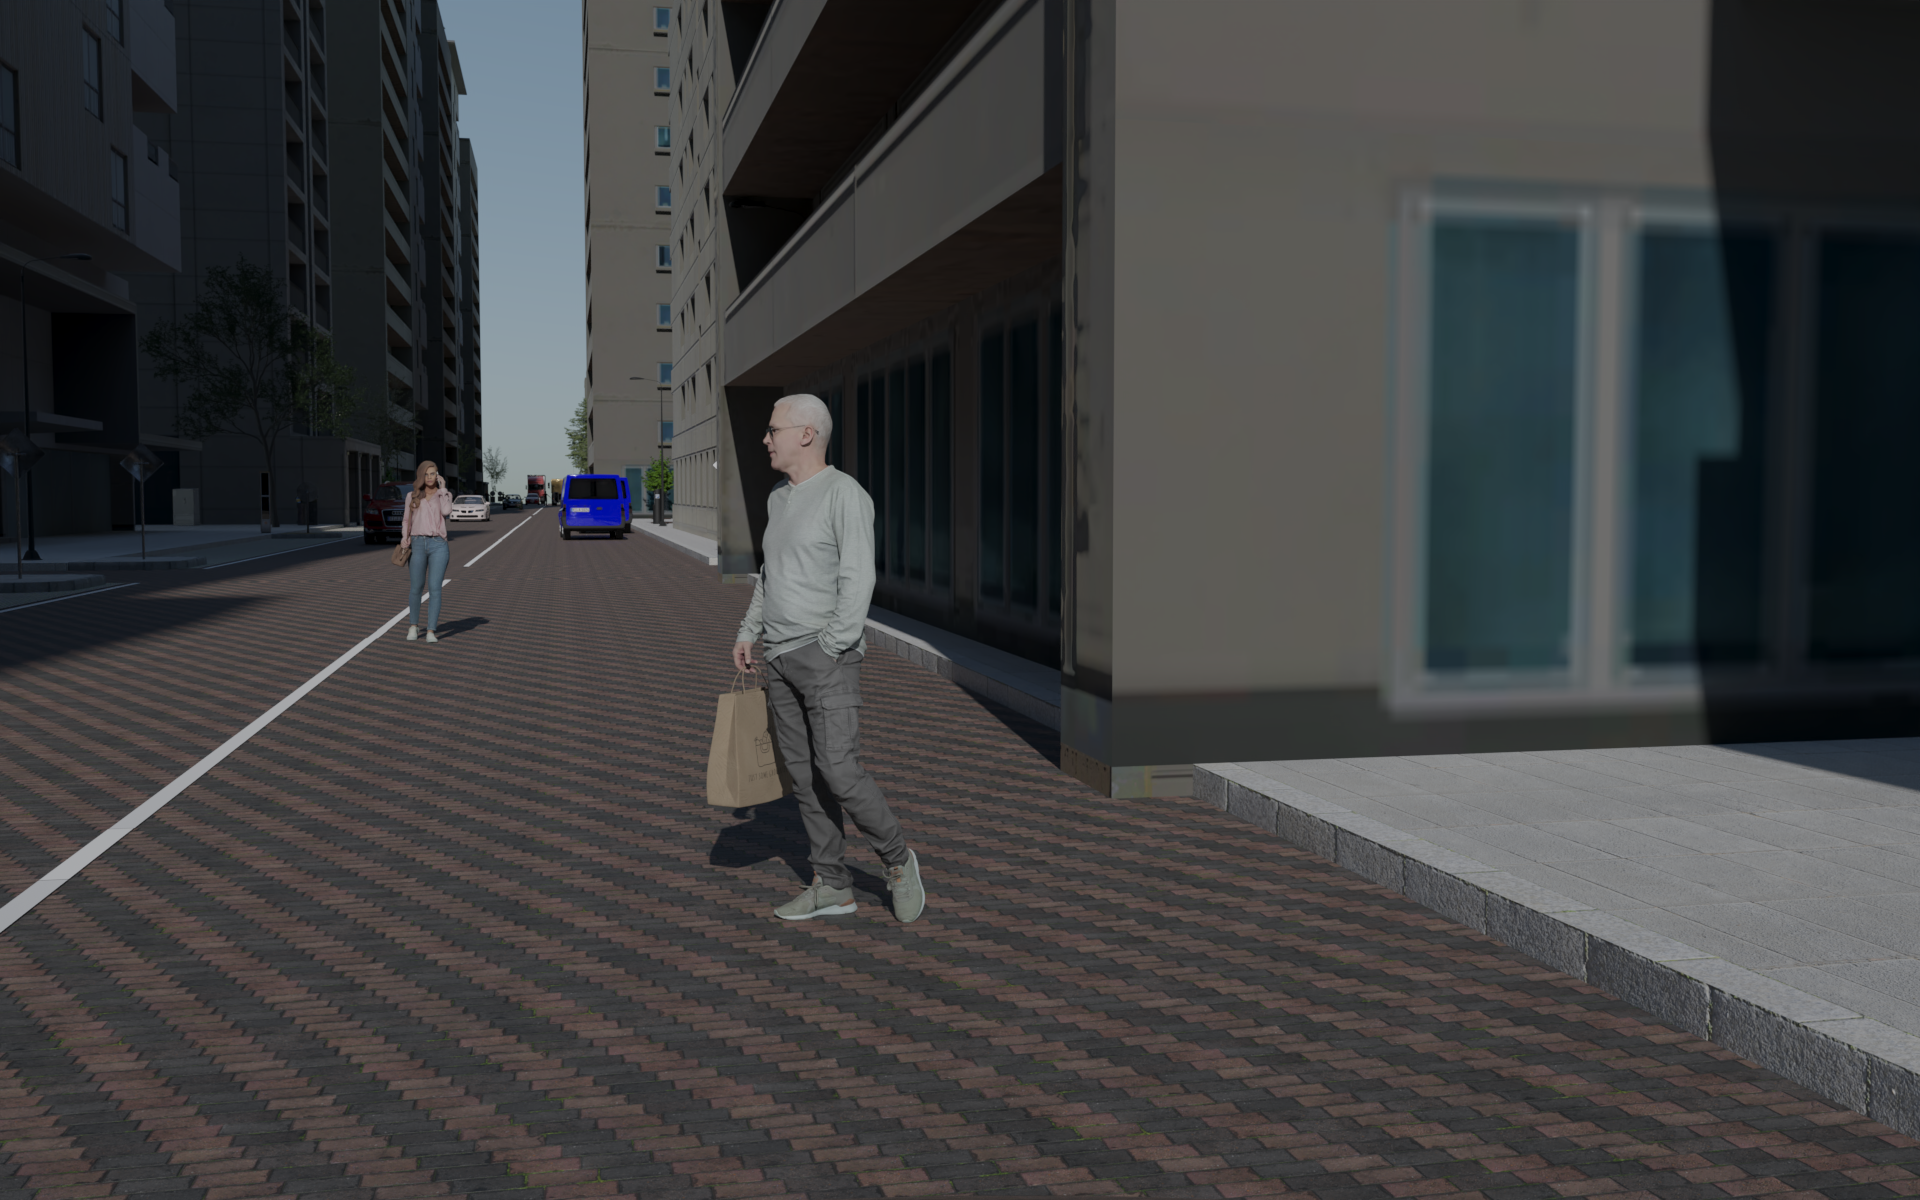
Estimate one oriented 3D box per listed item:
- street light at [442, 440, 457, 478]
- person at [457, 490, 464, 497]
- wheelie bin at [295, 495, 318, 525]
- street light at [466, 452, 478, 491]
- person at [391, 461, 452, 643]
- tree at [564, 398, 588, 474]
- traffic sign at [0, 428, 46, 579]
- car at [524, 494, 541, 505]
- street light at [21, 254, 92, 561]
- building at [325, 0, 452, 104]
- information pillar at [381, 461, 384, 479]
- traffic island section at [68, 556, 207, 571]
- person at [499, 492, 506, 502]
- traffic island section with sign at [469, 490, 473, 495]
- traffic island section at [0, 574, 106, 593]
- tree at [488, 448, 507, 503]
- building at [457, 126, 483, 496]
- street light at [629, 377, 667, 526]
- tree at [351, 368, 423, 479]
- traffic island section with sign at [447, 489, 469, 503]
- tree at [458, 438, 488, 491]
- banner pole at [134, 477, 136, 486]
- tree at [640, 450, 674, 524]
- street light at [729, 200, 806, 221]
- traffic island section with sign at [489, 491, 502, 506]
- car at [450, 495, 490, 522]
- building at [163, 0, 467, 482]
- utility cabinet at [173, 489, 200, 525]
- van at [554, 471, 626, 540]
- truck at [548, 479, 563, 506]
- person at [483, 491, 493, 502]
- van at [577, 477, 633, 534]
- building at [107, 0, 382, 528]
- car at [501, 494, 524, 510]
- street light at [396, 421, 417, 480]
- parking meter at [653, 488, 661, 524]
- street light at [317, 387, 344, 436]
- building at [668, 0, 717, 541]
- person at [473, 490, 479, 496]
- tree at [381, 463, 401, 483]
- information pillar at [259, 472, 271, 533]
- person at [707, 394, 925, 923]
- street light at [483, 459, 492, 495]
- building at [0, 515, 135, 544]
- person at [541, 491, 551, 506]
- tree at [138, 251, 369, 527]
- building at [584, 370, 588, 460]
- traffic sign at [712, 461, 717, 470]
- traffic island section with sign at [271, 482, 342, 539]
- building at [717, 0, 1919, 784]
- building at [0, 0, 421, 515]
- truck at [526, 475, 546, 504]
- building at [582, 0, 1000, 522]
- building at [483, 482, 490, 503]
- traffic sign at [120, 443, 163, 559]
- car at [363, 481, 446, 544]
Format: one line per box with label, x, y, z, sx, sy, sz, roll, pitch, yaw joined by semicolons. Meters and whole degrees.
street light;-44.085;-10.818;149.416;1.470;5.913;1.316;-1;4;-13
person;-36.312;-7.145;125.996;0.551;1.740;0.621;-2;4;-24
wheelie bin;-26.729;-3.858;70.982;0.693;1.594;0.980;1;4;18
street light;-53.407;-13.256;189.280;1.470;5.913;1.316;-1;4;-13
person;-5.225;-0.477;16.881;0.593;1.750;0.643;-1;4;-10
tree;-40.177;-16.705;191.255;7.486;12.596;7.792;0;3;0
traffic sign;-14.226;-1.377;26.159;0.795;2.450;0.064;-1;4;-13
car;-55.103;-13.102;223.259;2.155;1.783;4.494;-1;4;-12
street light;-17.458;-3.728;33.495;1.470;5.913;1.316;-1;4;-13
building;-58.913;-32.915;161.854;21.300;48.544;21.600;-1;4;-13
information pillar;-34.951;-6.914;104.400;0.504;3.616;0.183;1;4;18
traffic island section;-16.042;-0.717;33.997;2.009;0.180;2.903;-1;4;-13
person;-62.034;-13.826;235.371;1.217;1.723;0.721;0;4;5
traffic island section with sign;-44.608;-9.122;157.773;1.989;1.847;2.006;-1;4;-13
traffic island section;-14.247;-0.241;26.216;2.009;0.180;2.903;-1;4;-13
tree;-70.572;-19.083;262.368;4.737;8.622;4.395;0;3;0
building;-73.067;-36.605;222.200;21.300;48.544;21.600;-1;4;-13
street light;-12.381;-5.887;68.795;1.470;5.913;1.316;-1;4;-13
tree;-33.550;-9.204;100.847;4.360;8.622;3.978;0;3;0
traffic island section with sign;-38.440;-7.486;131.022;1.989;1.847;2.006;-1;4;-13
tree;-53.131;-14.146;181.643;4.737;8.622;4.395;0;3;0
banner pole;-32.838;-4.811;68.669;0.401;3.779;0.863;0;4;-2
tree;-13.146;-4.955;75.608;1.663;3.219;1.824;0;3;0
street light;-2.952;-3.370;27.637;1.470;5.913;1.316;-1;4;-13
traffic island section with sign;-57.022;-12.414;211.599;1.989;1.847;2.006;-1;4;-13
car;-25.578;-4.774;90.419;2.083;1.381;4.827;-1;4;-12
building;-71.277;-37.193;197.341;28.713;52.752;27.495;-1;4;-13
utility cabinet;-31.276;-3.750;69.984;1.173;1.500;0.318;2;4;26
van;-11.852;-3.129;55.538;2.240;2.365;5.245;-1;4;-14
truck;-50.303;-13.628;218.747;3.469;3.379;9.791;-1;4;-13
person;-49.118;-10.475;179.897;1.348;1.807;0.705;-3;5;-41
van;-13.288;-3.670;64.382;2.240;2.365;5.245;-1;4;-14
building;-38.282;-39.199;79.155;20.563;71.187;20.611;-1;4;-13
car;-40.586;-9.015;157.187;2.009;1.686;4.222;-1;4;-13
street light;-34.739;-8.327;108.691;1.470;5.913;1.316;-1;4;-13
parking meter;-12.941;-4.013;74.024;0.372;1.533;0.369;0;3;0
street light;-27.012;-6.235;74.478;1.470;5.913;1.316;-1;4;-13
building;6.339;-12.812;54.509;28.899;21.520;27.650;-1;4;-13
person;-44.742;-9.283;160.234;0.705;1.831;1.348;2;4;34
tree;-35.004;-6.816;106.047;1.663;3.219;1.824;0;3;0
information pillar;-22.855;-3.209;56.959;0.304;2.012;0.304;-2;4;-26
person;-0.514;0.187;5.937;0.515;1.767;0.782;-3;5;-40
street light;-62.770;-15.747;230.001;1.470;5.913;1.316;-1;4;-13
building;-36.586;-27.765;43.195;28.713;52.752;27.495;-1;4;-13
person;-49.787;-12.214;208.204;1.348;1.822;0.705;1;4;18
tree;-26.665;-8.090;66.688;7.601;10.594;8.767;2;4;33
building;-40.777;-25.036;254.369;27.650;21.520;28.899;-1;4;-13
traffic sign;-4.815;-2.009;36.494;0.795;2.450;0.064;-1;4;-13
traffic island section with sign;-21.199;-2.915;56.292;1.989;1.847;2.006;-1;4;-13
building;8.737;-24.193;19.254;21.300;48.544;21.600;-1;4;-13
building;-57.166;-33.501;136.978;28.713;52.752;27.495;-1;4;-13
truck;-62.060;-16.202;253.819;2.839;4.237;11.283;-1;4;-12
building;-10.824;-29.161;100.489;21.300;48.544;21.600;-1;4;-13
building;-83.402;-33.739;243.516;32.217;40.220;23.993;-1;4;-13
traffic sign;-16.021;-1.853;33.940;0.795;2.450;0.064;-1;4;-13
car;-16.399;-2.606;51.279;2.281;1.827;5.304;-1;4;-13
